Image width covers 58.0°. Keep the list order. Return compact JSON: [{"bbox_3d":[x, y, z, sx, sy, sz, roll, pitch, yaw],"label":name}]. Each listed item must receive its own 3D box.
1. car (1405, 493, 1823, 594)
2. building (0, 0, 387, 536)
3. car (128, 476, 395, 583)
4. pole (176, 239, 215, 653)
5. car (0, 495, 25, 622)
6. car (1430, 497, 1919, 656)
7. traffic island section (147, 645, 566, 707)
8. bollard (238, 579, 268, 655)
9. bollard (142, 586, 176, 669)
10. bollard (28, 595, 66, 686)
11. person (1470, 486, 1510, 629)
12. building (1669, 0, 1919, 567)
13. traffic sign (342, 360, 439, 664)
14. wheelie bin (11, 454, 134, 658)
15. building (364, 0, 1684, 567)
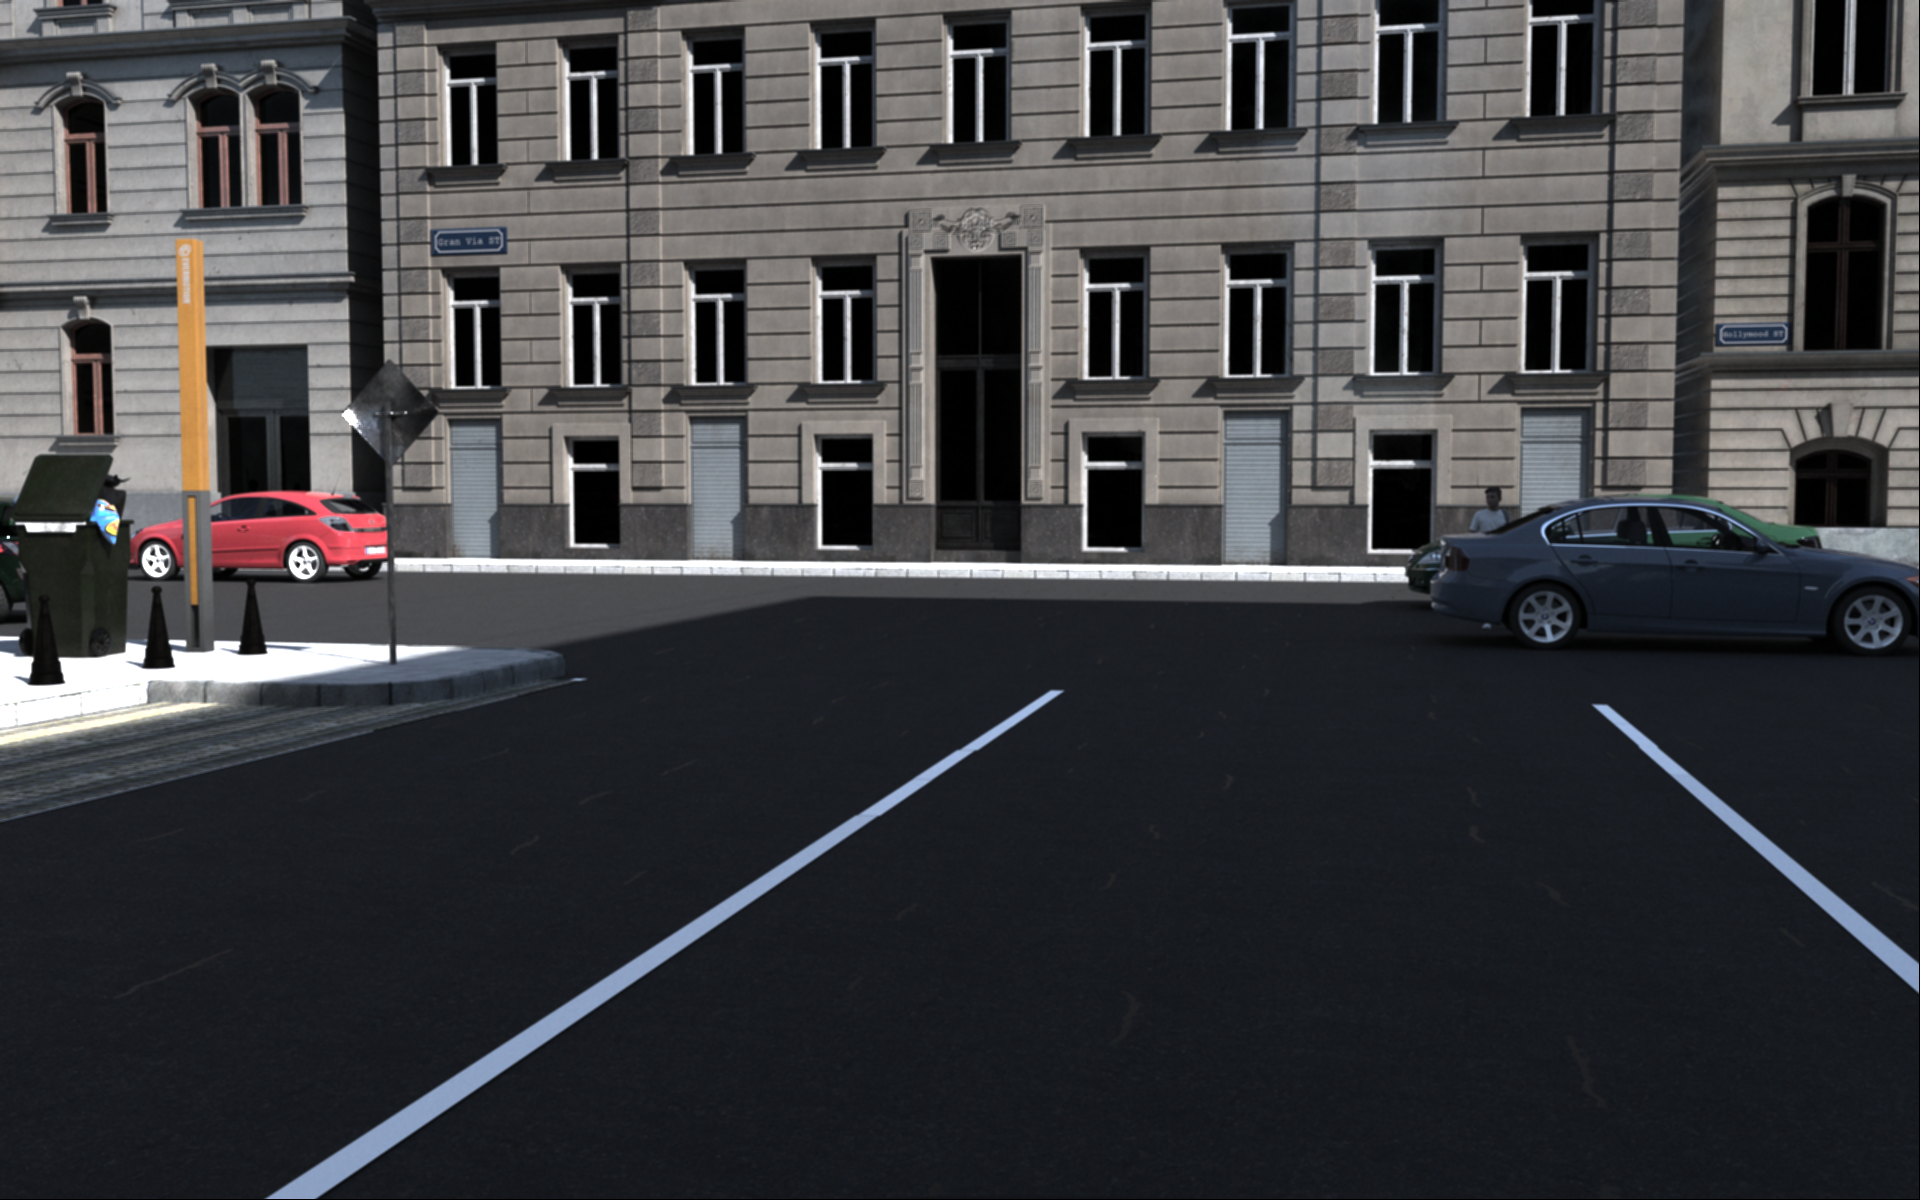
[{"bbox_3d":[8.052,-0.591,21.460,4.920,1.459,2.131,1,4,13],"label":"car"},{"bbox_3d":[-21.930,-15.646,43.200,23.554,28.519,14.401,1,4,13],"label":"building"},{"bbox_3d":[-11.755,-1.221,29.001,4.494,1.783,2.155,1,4,13],"label":"car"},{"bbox_3d":[-6.179,-1.232,13.989,0.158,3.312,0.155,0,3,0],"label":"pole"},{"bbox_3d":[-11.900,-0.622,19.951,4.222,1.686,2.009,1,4,12],"label":"car"},{"bbox_3d":[6.788,-0.269,16.400,4.499,1.417,2.014,1,4,13],"label":"car"},{"bbox_3d":[-4.296,0.564,13.059,2.009,0.180,2.903,1,4,13],"label":"traffic island section"},{"bbox_3d":[-5.678,0.132,13.889,0.229,0.601,0.229,0,3,0],"label":"bollard"},{"bbox_3d":[-5.923,0.199,12.786,0.229,0.601,0.229,0,3,0],"label":"bollard"},{"bbox_3d":[-6.172,0.266,11.688,0.229,0.601,0.229,0,3,0],"label":"bollard"},{"bbox_3d":[5.708,-0.448,18.413,0.503,1.515,0.523,-2,4,-29],"label":"person"},{"bbox_3d":[31.065,-13.008,31.770,34.723,24.649,14.460,1,4,13],"label":"building"},{"bbox_3d":[-4.271,-0.572,12.992,0.795,2.450,0.064,1,4,13],"label":"traffic sign"},{"bbox_3d":[-7.061,-0.360,13.791,0.980,1.594,0.693,0,4,6],"label":"wheelie bin"},{"bbox_3d":[1.528,-14.643,36.675,25.104,27.353,12.463,1,4,13],"label":"building"}]
